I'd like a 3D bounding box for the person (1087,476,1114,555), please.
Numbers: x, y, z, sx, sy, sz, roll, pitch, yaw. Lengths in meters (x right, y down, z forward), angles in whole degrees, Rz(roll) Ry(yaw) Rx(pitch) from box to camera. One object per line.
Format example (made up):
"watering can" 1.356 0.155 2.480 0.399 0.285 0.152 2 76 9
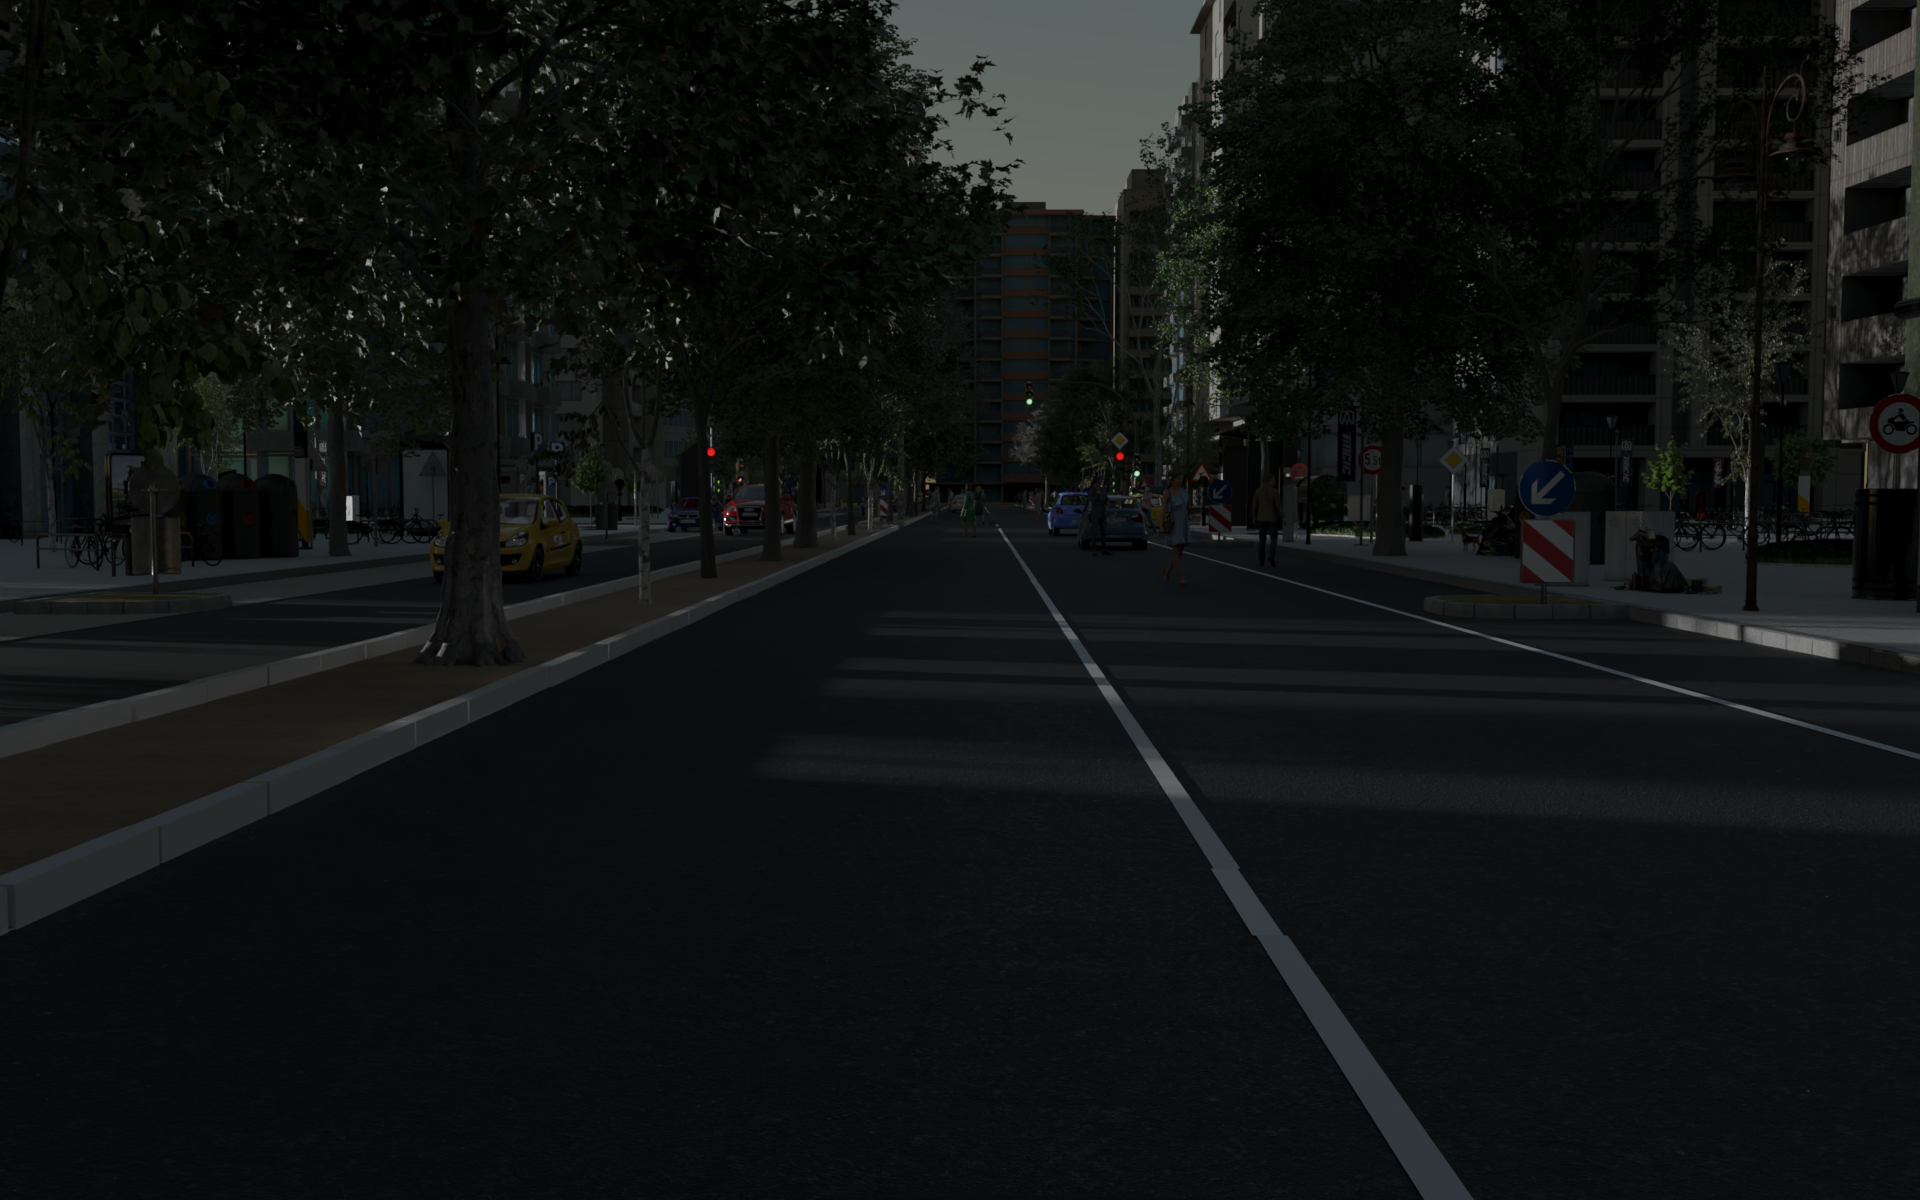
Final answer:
"person" 3.315 -1.974 40.587 0.655 1.846 0.447 -2 4 -33

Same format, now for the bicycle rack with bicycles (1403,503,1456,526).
"bicycle rack with bicycles" 18.539 -3.416 69.230 2.925 0.926 2.852 0 4 -5

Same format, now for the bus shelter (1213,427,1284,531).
"bus shelter" 10.592 -4.429 63.695 1.731 3.624 6.357 0 4 1

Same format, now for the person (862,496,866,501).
"person" -8.170 -8.172 146.397 0.394 1.301 0.425 1 4 15

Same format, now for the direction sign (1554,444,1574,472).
"direction sign" 27.540 -5.328 79.106 0.876 3.537 0.379 2 4 35

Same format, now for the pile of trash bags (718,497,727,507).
"pile of trash bags" -14.775 -5.495 99.603 1.912 1.369 3.447 -3 5 -41

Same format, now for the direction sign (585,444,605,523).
"direction sign" -16.381 -5.250 77.835 0.876 3.537 0.379 0 4 -5

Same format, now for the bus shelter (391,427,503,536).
"bus shelter" -16.250 -3.740 55.080 2.014 3.302 5.546 0 4 0

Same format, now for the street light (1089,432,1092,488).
"street light" 9.655 -9.467 127.569 0.468 5.910 1.993 0 4 1

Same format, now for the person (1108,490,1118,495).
"person" 7.936 -5.019 90.370 0.655 1.846 0.447 0 4 -7

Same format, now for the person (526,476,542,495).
"person" -12.394 -2.715 50.524 0.616 1.811 0.778 -2 4 -24

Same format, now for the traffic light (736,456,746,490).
"traffic light" -7.883 -6.345 78.411 4.771 5.953 1.251 0 4 1

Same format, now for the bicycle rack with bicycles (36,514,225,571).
"bicycle rack with bicycles" -14.776 -1.039 30.372 2.925 0.926 2.852 2 4 33

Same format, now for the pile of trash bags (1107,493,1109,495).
"pile of trash bags" 12.114 -7.109 125.980 3.447 1.369 1.912 1 4 21

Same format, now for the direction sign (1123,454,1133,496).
"direction sign" 9.677 -6.556 99.180 0.876 3.537 0.379 -2 4 -30

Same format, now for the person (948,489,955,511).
"person" -0.690 -8.226 143.102 0.850 1.850 0.679 0 4 -3

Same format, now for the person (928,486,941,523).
"person" -1.152 -4.639 84.466 0.853 1.813 0.709 -3 5 -42

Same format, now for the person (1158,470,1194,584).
"person" 3.392 -1.158 27.534 0.616 1.811 0.778 -2 4 -24

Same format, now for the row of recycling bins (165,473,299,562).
"row of recycling bins" -14.525 -1.637 33.879 1.069 1.692 3.534 2 4 27

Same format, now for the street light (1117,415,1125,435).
"street light" 9.417 -7.883 101.680 0.468 5.910 1.993 0 4 1

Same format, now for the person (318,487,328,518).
"person" -33.411 -5.176 90.853 0.466 1.800 0.511 -2 4 -33

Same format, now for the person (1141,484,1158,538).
"person" 6.168 -2.893 56.392 0.643 1.750 0.593 0 4 0

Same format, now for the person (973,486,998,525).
"person" 1.079 -4.422 81.024 0.699 1.804 1.509 -2 4 -31

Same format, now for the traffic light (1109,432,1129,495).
"traffic light" 7.185 -5.464 78.252 0.839 4.253 0.868 0 4 1

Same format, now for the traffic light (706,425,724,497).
"traffic light" -10.050 -4.984 70.411 0.839 4.253 0.868 0 4 1

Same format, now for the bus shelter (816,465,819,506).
"bus shelter" -12.243 -9.050 139.248 1.731 3.624 6.357 0 4 1

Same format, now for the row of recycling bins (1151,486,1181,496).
"row of recycling bins" 10.215 -4.861 86.598 1.069 1.692 3.534 2 4 31

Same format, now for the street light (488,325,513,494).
"street light" -12.336 -4.495 46.277 0.468 5.910 1.993 0 4 1

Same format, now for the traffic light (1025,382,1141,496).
"traffic light" 5.018 -5.840 70.145 4.771 5.953 1.251 0 4 1

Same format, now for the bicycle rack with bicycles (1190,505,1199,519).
"bicycle rack with bicycles" 10.036 -4.210 82.218 2.925 0.926 2.852 0 4 1

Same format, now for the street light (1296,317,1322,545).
"street light" 8.853 -4.347 43.857 0.468 5.910 1.993 0 4 1

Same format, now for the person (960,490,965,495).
"person" 0.127 -7.801 136.536 0.782 1.767 0.515 -2 4 -32

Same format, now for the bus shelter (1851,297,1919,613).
"bus shelter" 11.127 -2.415 17.114 2.179 5.291 8.768 0 4 0

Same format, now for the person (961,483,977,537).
"person" 0.302 -2.974 57.366 0.529 1.795 0.600 2 4 24

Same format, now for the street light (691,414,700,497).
"street light" -12.005 -6.533 79.603 0.468 5.910 1.993 0 4 1

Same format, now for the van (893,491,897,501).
"van" -8.647 -12.512 211.574 2.013 2.044 4.112 0 4 2

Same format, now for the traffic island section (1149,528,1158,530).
"traffic island section" 7.151 -2.942 70.380 2.009 0.180 2.903 0 4 1

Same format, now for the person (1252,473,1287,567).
"person" 6.129 -1.583 34.299 0.656 1.842 0.836 0 4 0

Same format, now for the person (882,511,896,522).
"person" -3.719 -4.459 86.903 1.012 1.151 0.738 0 4 -4

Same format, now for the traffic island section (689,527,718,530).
"traffic island section" -10.090 -2.952 70.546 2.009 0.180 2.903 0 4 1

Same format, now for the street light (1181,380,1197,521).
"street light" 9.128 -5.900 69.259 0.468 5.910 1.993 0 4 1

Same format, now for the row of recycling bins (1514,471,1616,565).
"row of recycling bins" 11.546 -1.588 33.069 1.069 1.692 3.534 0 4 -1

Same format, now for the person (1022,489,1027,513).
"person" 4.878 -7.432 130.107 0.391 1.810 0.635 0 4 -5

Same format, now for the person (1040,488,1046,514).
"person" 5.991 -7.185 125.883 0.656 1.842 0.836 3 4 38

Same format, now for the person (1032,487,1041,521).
"person" 4.004 -5.045 91.349 0.532 1.782 0.716 0 4 5

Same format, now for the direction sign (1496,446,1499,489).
"direction sign" 25.291 -5.480 81.593 0.379 3.537 0.876 1 4 12

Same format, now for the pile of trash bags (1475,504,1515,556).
"pile of trash bags" 12.532 -1.658 36.853 1.912 1.369 3.447 3 5 45

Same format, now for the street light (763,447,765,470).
"street light" -11.825 -8.062 104.604 0.468 5.910 1.993 0 4 1

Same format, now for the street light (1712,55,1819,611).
"street light" 8.692 -2.818 18.857 0.468 5.910 1.993 0 4 1

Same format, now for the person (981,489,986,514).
"person" 1.608 -7.151 125.697 0.520 1.790 0.573 1 4 19
